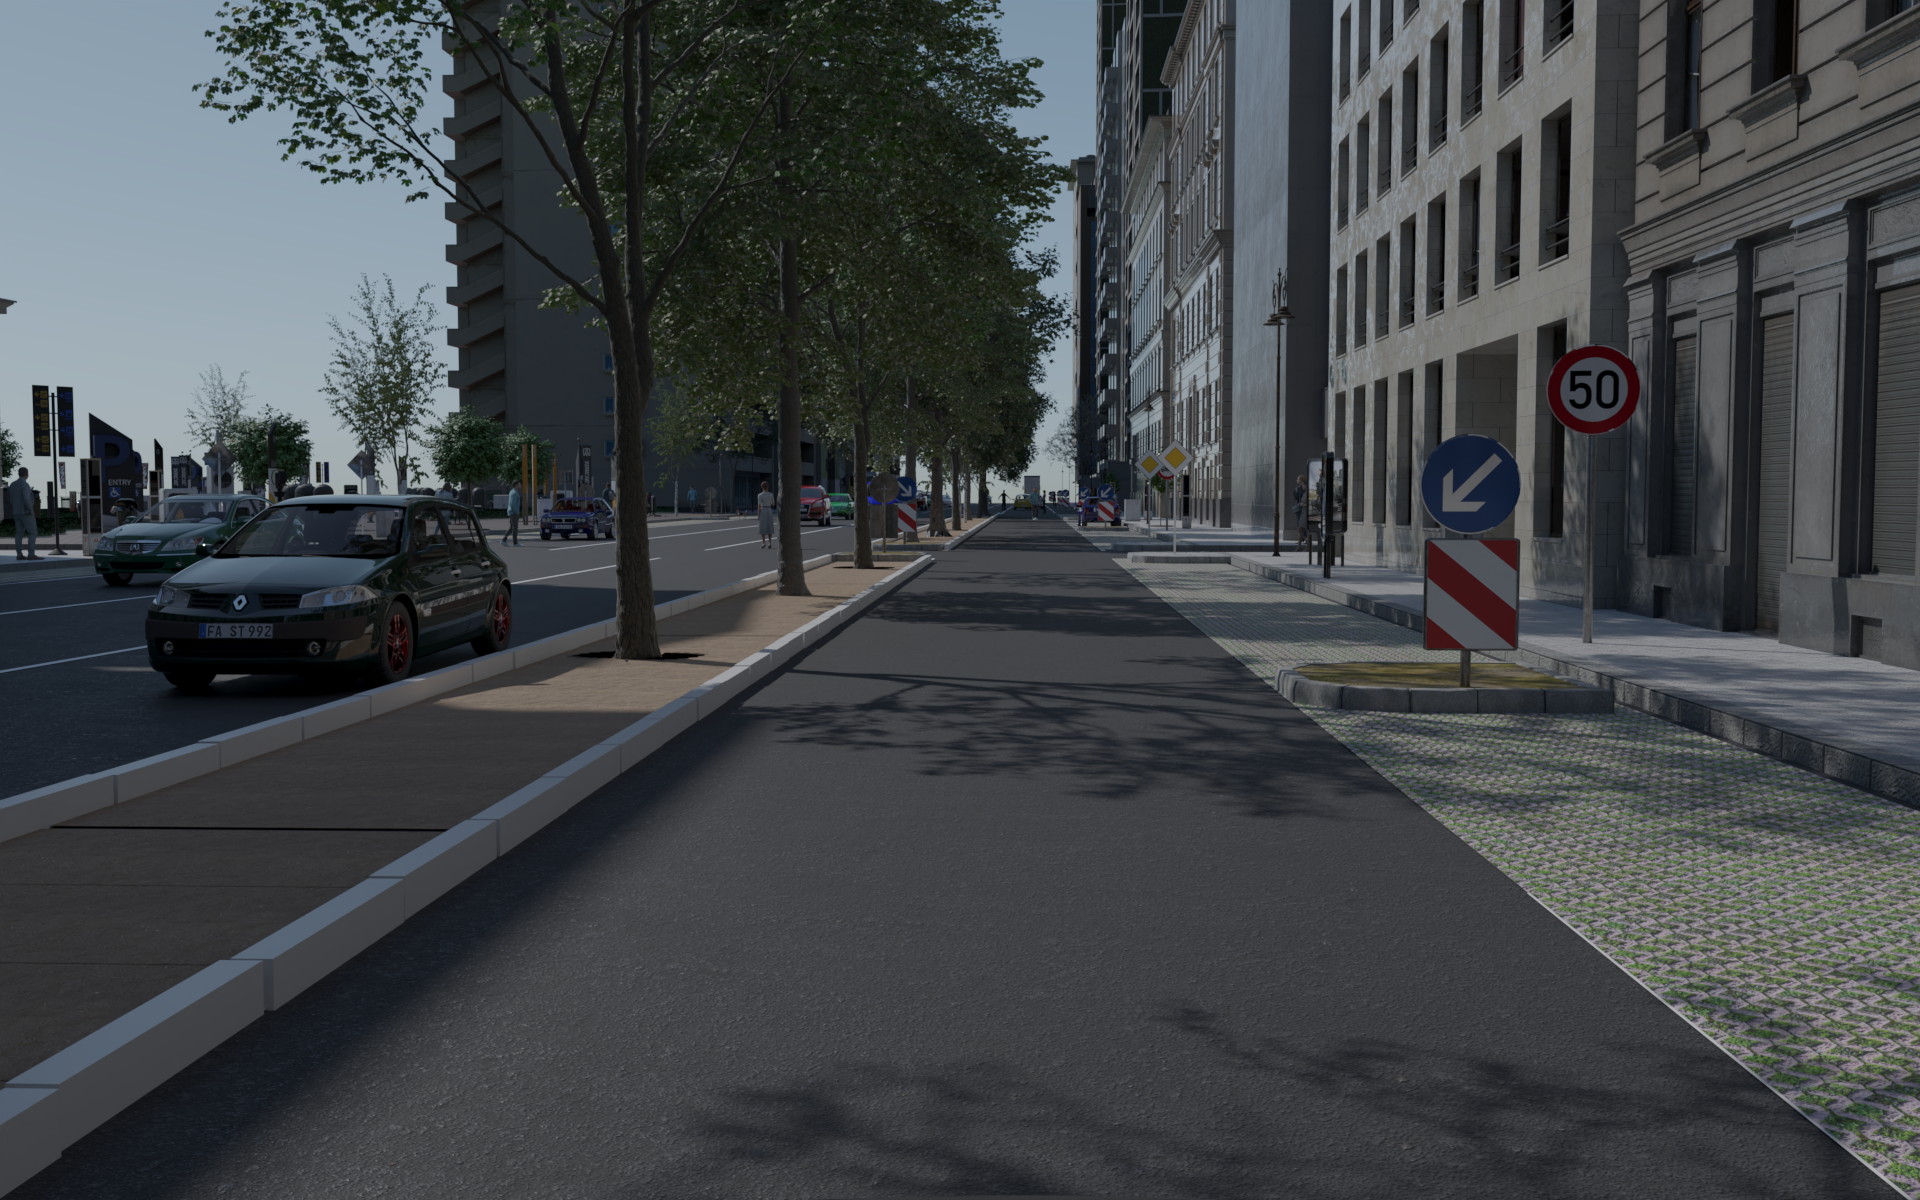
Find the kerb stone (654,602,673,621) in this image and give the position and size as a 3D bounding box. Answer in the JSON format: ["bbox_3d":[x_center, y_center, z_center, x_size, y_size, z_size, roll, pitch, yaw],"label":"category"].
[{"bbox_3d":[-3.460,0.154,19.729,0.120,0.150,1.000,0,4,2],"label":"kerb stone"}]

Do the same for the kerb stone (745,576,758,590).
[{"bbox_3d":[-3.201,-0.225,25.876,0.120,0.150,1.000,0,4,2],"label":"kerb stone"}]

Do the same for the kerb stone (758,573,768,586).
[{"bbox_3d":[-3.155,-0.281,26.898,0.120,0.150,1.000,0,4,2],"label":"kerb stone"}]

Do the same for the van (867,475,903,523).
[{"bbox_3d":[-3.416,-4.734,81.792,2.240,2.365,5.245,0,4,4],"label":"van"}]

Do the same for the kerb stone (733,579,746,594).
[{"bbox_3d":[-3.243,-0.162,24.855,0.120,0.150,1.000,0,4,2],"label":"kerb stone"}]

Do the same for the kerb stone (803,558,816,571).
[{"bbox_3d":[-2.910,-0.664,33.046,0.120,0.150,1.000,0,4,2],"label":"kerb stone"}]

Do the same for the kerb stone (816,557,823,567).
[{"bbox_3d":[-2.866,-0.719,34.068,0.120,0.150,1.000,0,4,2],"label":"kerb stone"}]

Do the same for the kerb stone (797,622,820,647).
[{"bbox_3d":[-1.481,0.344,16.571,0.120,0.150,1.000,0,4,2],"label":"kerb stone"}]

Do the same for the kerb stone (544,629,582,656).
[{"bbox_3d":[-3.622,0.402,15.625,0.120,0.150,1.000,0,4,2],"label":"kerb stone"}]

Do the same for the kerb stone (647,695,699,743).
[{"bbox_3d":[-1.740,0.723,10.419,0.120,0.150,1.000,0,4,2],"label":"kerb stone"}]

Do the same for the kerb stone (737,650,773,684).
[{"bbox_3d":[-1.611,0.533,13.485,0.120,0.150,1.000,0,4,2],"label":"kerb stone"}]

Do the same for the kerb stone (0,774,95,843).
[{"bbox_3d":[-3.962,0.905,7.445,0.120,0.150,1.000,0,4,2],"label":"kerb stone"}]

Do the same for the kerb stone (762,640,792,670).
[{"bbox_3d":[-1.562,0.470,14.513,0.120,0.150,1.000,0,4,2],"label":"kerb stone"}]

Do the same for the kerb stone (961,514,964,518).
[{"bbox_3d":[0.304,-5.458,111.426,0.120,0.150,1.000,0,4,2],"label":"kerb stone"}]

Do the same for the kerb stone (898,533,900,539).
[{"bbox_3d":[-2.049,-1.951,54.092,0.120,0.150,1.000,0,4,2],"label":"kerb stone"}]

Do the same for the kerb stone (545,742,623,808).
[{"bbox_3d":[-1.821,0.846,8.366,0.120,0.150,1.000,0,4,2],"label":"kerb stone"}]

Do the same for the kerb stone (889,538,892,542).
[{"bbox_3d":[-2.179,-1.763,51.019,0.120,0.150,1.000,0,4,2],"label":"kerb stone"}]

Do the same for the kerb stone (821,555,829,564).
[{"bbox_3d":[-2.824,-0.788,35.097,0.120,0.150,1.000,0,4,2],"label":"kerb stone"}]

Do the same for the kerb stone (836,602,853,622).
[{"bbox_3d":[-1.354,0.161,19.650,0.120,0.150,1.000,0,4,2],"label":"kerb stone"}]

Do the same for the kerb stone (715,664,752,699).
[{"bbox_3d":[-1.654,0.603,12.463,0.120,0.150,1.000,0,4,2],"label":"kerb stone"}]

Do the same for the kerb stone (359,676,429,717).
[{"bbox_3d":[-3.790,0.652,11.539,0.120,0.150,1.000,0,4,2],"label":"kerb stone"}]

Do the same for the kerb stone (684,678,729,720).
[{"bbox_3d":[-1.690,0.658,11.441,0.120,0.150,1.000,0,4,2],"label":"kerb stone"}]

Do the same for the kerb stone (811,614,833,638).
[{"bbox_3d":[-1.434,0.281,17.594,0.120,0.150,1.000,0,4,2],"label":"kerb stone"}]

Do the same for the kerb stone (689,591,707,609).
[{"bbox_3d":[-3.366,0.026,21.778,0.120,0.150,1.000,0,4,2],"label":"kerb stone"}]

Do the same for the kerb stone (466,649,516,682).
[{"bbox_3d":[-3.714,0.527,13.582,0.120,0.150,1.000,0,4,2],"label":"kerb stone"}]

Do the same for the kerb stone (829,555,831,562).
[{"bbox_3d":[-2.781,-0.852,36.123,0.120,0.150,1.000,0,4,2],"label":"kerb stone"}]

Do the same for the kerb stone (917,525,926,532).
[{"bbox_3d":[-1.506,-2.764,67.381,0.120,0.150,1.000,0,4,2],"label":"kerb stone"}]

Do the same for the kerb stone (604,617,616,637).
[{"bbox_3d":[-3.542,0.276,17.678,0.120,0.150,1.000,0,4,2],"label":"kerb stone"}]

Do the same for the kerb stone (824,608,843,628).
[{"bbox_3d":[-1.404,0.218,18.624,0.120,0.150,1.000,0,4,2],"label":"kerb stone"}]

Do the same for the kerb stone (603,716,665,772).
[{"bbox_3d":[-1.777,0.784,9.393,0.120,0.150,1.000,0,4,2],"label":"kerb stone"}]

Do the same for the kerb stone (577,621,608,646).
[{"bbox_3d":[-3.591,0.339,16.649,0.120,0.150,1.000,0,4,2],"label":"kerb stone"}]

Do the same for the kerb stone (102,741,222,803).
[{"bbox_3d":[-3.912,0.848,8.466,0.120,0.150,1.000,0,4,2],"label":"kerb stone"}]

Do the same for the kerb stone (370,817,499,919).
[{"bbox_3d":[-1.905,0.971,6.321,0.120,0.150,1.000,0,4,2],"label":"kerb stone"}]

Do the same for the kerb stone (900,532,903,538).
[{"bbox_3d":[-2.003,-2.013,55.113,0.120,0.150,1.000,0,4,2],"label":"kerb stone"}]

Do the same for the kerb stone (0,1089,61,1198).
[{"bbox_3d":[-2.023,1.160,3.244,0.120,0.150,1.000,0,4,2],"label":"kerb stone"}]

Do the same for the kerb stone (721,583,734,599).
[{"bbox_3d":[-3.285,-0.093,23.821,0.120,0.150,1.000,0,4,2],"label":"kerb stone"}]

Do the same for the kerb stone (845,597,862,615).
[{"bbox_3d":[-1.314,0.094,20.671,0.120,0.150,1.000,0,4,2],"label":"kerb stone"}]

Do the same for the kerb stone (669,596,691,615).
[{"bbox_3d":[-3.411,0.090,20.754,0.120,0.150,1.000,0,4,2],"label":"kerb stone"}]

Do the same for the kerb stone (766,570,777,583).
[{"bbox_3d":[-3.126,-0.350,27.922,0.120,0.150,1.000,0,4,2],"label":"kerb stone"}]

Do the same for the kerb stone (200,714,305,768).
[{"bbox_3d":[-3.875,0.777,9.487,0.120,0.150,1.000,0,4,2],"label":"kerb stone"}]

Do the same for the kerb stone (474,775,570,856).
[{"bbox_3d":[-1.857,0.909,7.343,0.120,0.150,1.000,0,4,2],"label":"kerb stone"}]

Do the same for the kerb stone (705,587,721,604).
[{"bbox_3d":[-3.323,-0.037,22.799,0.120,0.150,1.000,0,4,2],"label":"kerb stone"}]

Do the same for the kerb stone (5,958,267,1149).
[{"bbox_3d":[-1.998,1.097,4.271,0.120,0.150,1.000,0,4,2],"label":"kerb stone"}]

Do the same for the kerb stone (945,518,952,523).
[{"bbox_3d":[-0.582,-4.142,89.918,0.120,0.150,1.000,0,4,2],"label":"kerb stone"}]

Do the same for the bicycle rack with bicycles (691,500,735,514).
[{"bbox_3d":[-15.842,-6.049,112.281,2.852,0.926,2.925,-2,4,-33],"label":"bicycle rack with bicycles"}]

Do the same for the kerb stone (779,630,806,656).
[{"bbox_3d":[-1.532,0.409,15.535,0.120,0.150,1.000,0,4,2],"label":"kerb stone"}]

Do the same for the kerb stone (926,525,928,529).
[{"bbox_3d":[-1.464,-2.826,68.402,0.120,0.150,1.000,0,4,2],"label":"kerb stone"}]

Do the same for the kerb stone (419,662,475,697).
[{"bbox_3d":[-3.758,0.592,12.561,0.120,0.150,1.000,0,4,2],"label":"kerb stone"}]

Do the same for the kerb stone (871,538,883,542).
[{"bbox_3d":[-2.297,-1.575,47.940,0.120,0.150,1.000,0,4,2],"label":"kerb stone"}]

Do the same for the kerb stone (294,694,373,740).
[{"bbox_3d":[-3.832,0.718,10.517,0.120,0.150,1.000,0,4,2],"label":"kerb stone"}]

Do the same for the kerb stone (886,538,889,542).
[{"bbox_3d":[-2.216,-1.696,49.998,0.120,0.150,1.000,0,4,2],"label":"kerb stone"}]

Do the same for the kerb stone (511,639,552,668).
[{"bbox_3d":[-3.659,0.464,14.603,0.120,0.150,1.000,0,4,2],"label":"kerb stone"}]

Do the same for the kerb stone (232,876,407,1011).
[{"bbox_3d":[-1.941,1.038,5.299,0.120,0.150,1.000,0,4,2],"label":"kerb stone"}]

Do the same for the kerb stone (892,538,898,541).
[{"bbox_3d":[-2.082,-1.887,53.070,0.120,0.150,1.000,0,4,2],"label":"kerb stone"}]

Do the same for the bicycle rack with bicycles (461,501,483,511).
[{"bbox_3d":[-28.049,-5.123,97.146,2.925,0.926,2.852,2,4,30],"label":"bicycle rack with bicycles"}]
